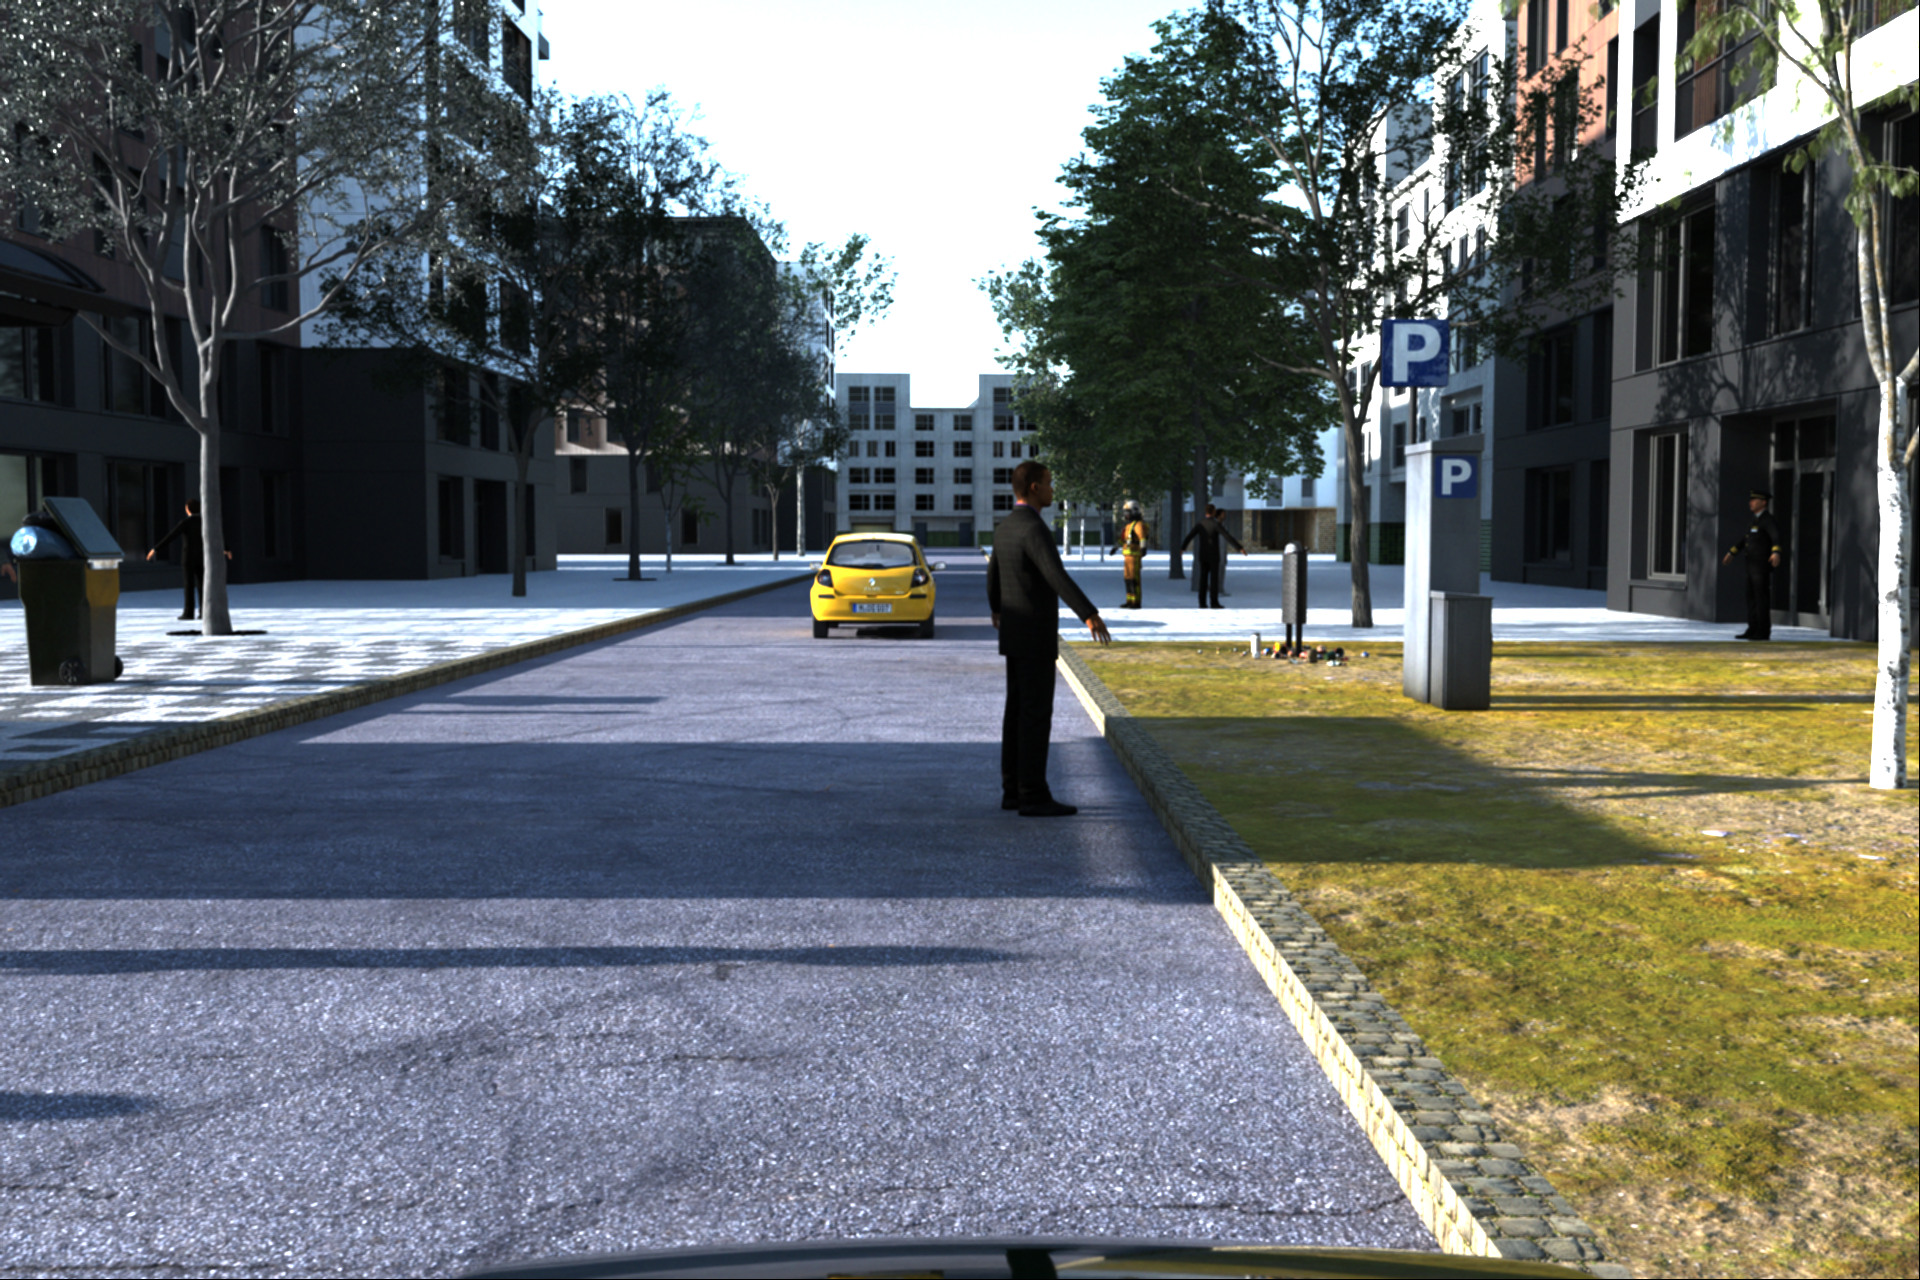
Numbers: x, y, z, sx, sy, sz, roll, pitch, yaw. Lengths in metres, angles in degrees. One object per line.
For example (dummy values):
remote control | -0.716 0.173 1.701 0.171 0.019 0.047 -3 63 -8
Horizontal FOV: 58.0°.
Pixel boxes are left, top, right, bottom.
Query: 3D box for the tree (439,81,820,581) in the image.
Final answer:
tree | -8.940 -8.381 47.407 12.009 13.543 11.850 0 3 0

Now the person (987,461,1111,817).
person | 0.386 -0.014 8.911 0.704 1.802 1.346 -1 4 -21

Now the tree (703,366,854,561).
tree | -8.760 -9.148 83.990 8.767 10.594 7.601 2 4 26

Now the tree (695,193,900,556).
tree | -10.589 -14.852 98.715 12.611 20.169 13.585 0 3 0

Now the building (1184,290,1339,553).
building | 22.015 -16.656 128.743 16.016 20.090 11.380 0 4 1

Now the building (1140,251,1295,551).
building | 24.547 -18.927 140.386 19.493 23.208 18.063 0 3 0

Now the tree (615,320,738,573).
tree | -9.444 -6.481 56.328 4.737 8.622 4.395 0 3 0

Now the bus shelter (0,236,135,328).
bus shelter | -6.777 -0.939 9.269 2.014 3.302 5.546 0 4 2

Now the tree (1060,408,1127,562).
tree | 6.608 -7.839 78.533 4.360 8.622 3.978 0 3 0

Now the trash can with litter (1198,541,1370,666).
trash can with litter | 3.427 -0.417 17.873 1.678 1.210 2.233 0 4 -1

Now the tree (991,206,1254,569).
tree | 6.310 -9.609 63.757 9.857 13.997 8.962 0 3 0

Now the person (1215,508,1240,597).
person | 5.363 -1.800 35.618 0.705 1.806 1.347 2 4 35

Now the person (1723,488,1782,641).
person | 9.638 -0.919 20.962 0.705 1.837 1.347 0 4 0

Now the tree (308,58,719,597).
tree | -9.061 -6.151 34.979 8.767 10.594 7.601 0 4 -6

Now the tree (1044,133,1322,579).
tree | 6.263 -7.991 48.774 7.486 12.596 7.792 0 3 0

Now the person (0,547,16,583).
person | -8.184 -0.460 13.789 1.348 1.796 0.705 0 4 -5

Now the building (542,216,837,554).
building | -24.248 -17.371 127.989 27.936 21.610 32.646 0 4 0

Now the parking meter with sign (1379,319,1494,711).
parking meter with sign | 3.692 -1.044 13.322 0.543 3.016 1.738 0 4 0

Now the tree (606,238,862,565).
tree | -9.627 -9.851 71.439 12.009 13.543 11.850 0 3 0

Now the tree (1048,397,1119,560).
tree | 6.077 -8.254 85.318 4.737 8.622 4.395 0 3 0

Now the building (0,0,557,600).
building | -28.713 -12.324 45.478 27.936 21.610 32.646 0 4 1

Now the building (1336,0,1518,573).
building | 25.776 -12.090 64.134 16.747 18.905 31.486 0 4 0

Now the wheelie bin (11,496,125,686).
wheelie bin | -7.640 -0.422 14.813 0.693 1.594 0.980 0 4 1

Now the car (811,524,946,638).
car | -1.210 -0.918 25.240 2.015 1.641 3.980 0 4 -1

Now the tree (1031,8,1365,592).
tree | 4.993 -7.365 38.546 7.486 12.596 7.792 0 3 0

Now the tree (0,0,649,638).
tree | -9.531 -6.799 21.526 12.009 13.543 11.850 0 3 0

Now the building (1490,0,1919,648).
building | 24.869 -11.416 30.622 27.936 21.610 32.646 0 4 1

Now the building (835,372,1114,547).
building | 1.267 -20.088 197.354 31.486 18.905 16.747 0 4 -5

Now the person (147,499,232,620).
person | -11.497 -1.210 25.973 0.705 1.806 1.347 2 4 34

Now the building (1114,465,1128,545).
building | 25.329 -20.832 171.531 19.493 23.208 18.063 0 4 0

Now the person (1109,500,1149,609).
person | 2.938 -1.463 29.693 0.705 1.858 1.354 -1 4 -19

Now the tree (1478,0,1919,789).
tree | 4.912 -3.566 8.660 4.360 8.622 3.978 0 3 0

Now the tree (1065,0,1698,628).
tree | 5.586 -5.466 23.786 8.767 10.594 7.601 0 4 7

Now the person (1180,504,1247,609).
person | 4.308 -1.440 29.762 1.346 1.802 0.704 3 5 42

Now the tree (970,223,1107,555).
tree | 7.288 -15.081 102.458 12.611 20.169 13.585 0 3 0
